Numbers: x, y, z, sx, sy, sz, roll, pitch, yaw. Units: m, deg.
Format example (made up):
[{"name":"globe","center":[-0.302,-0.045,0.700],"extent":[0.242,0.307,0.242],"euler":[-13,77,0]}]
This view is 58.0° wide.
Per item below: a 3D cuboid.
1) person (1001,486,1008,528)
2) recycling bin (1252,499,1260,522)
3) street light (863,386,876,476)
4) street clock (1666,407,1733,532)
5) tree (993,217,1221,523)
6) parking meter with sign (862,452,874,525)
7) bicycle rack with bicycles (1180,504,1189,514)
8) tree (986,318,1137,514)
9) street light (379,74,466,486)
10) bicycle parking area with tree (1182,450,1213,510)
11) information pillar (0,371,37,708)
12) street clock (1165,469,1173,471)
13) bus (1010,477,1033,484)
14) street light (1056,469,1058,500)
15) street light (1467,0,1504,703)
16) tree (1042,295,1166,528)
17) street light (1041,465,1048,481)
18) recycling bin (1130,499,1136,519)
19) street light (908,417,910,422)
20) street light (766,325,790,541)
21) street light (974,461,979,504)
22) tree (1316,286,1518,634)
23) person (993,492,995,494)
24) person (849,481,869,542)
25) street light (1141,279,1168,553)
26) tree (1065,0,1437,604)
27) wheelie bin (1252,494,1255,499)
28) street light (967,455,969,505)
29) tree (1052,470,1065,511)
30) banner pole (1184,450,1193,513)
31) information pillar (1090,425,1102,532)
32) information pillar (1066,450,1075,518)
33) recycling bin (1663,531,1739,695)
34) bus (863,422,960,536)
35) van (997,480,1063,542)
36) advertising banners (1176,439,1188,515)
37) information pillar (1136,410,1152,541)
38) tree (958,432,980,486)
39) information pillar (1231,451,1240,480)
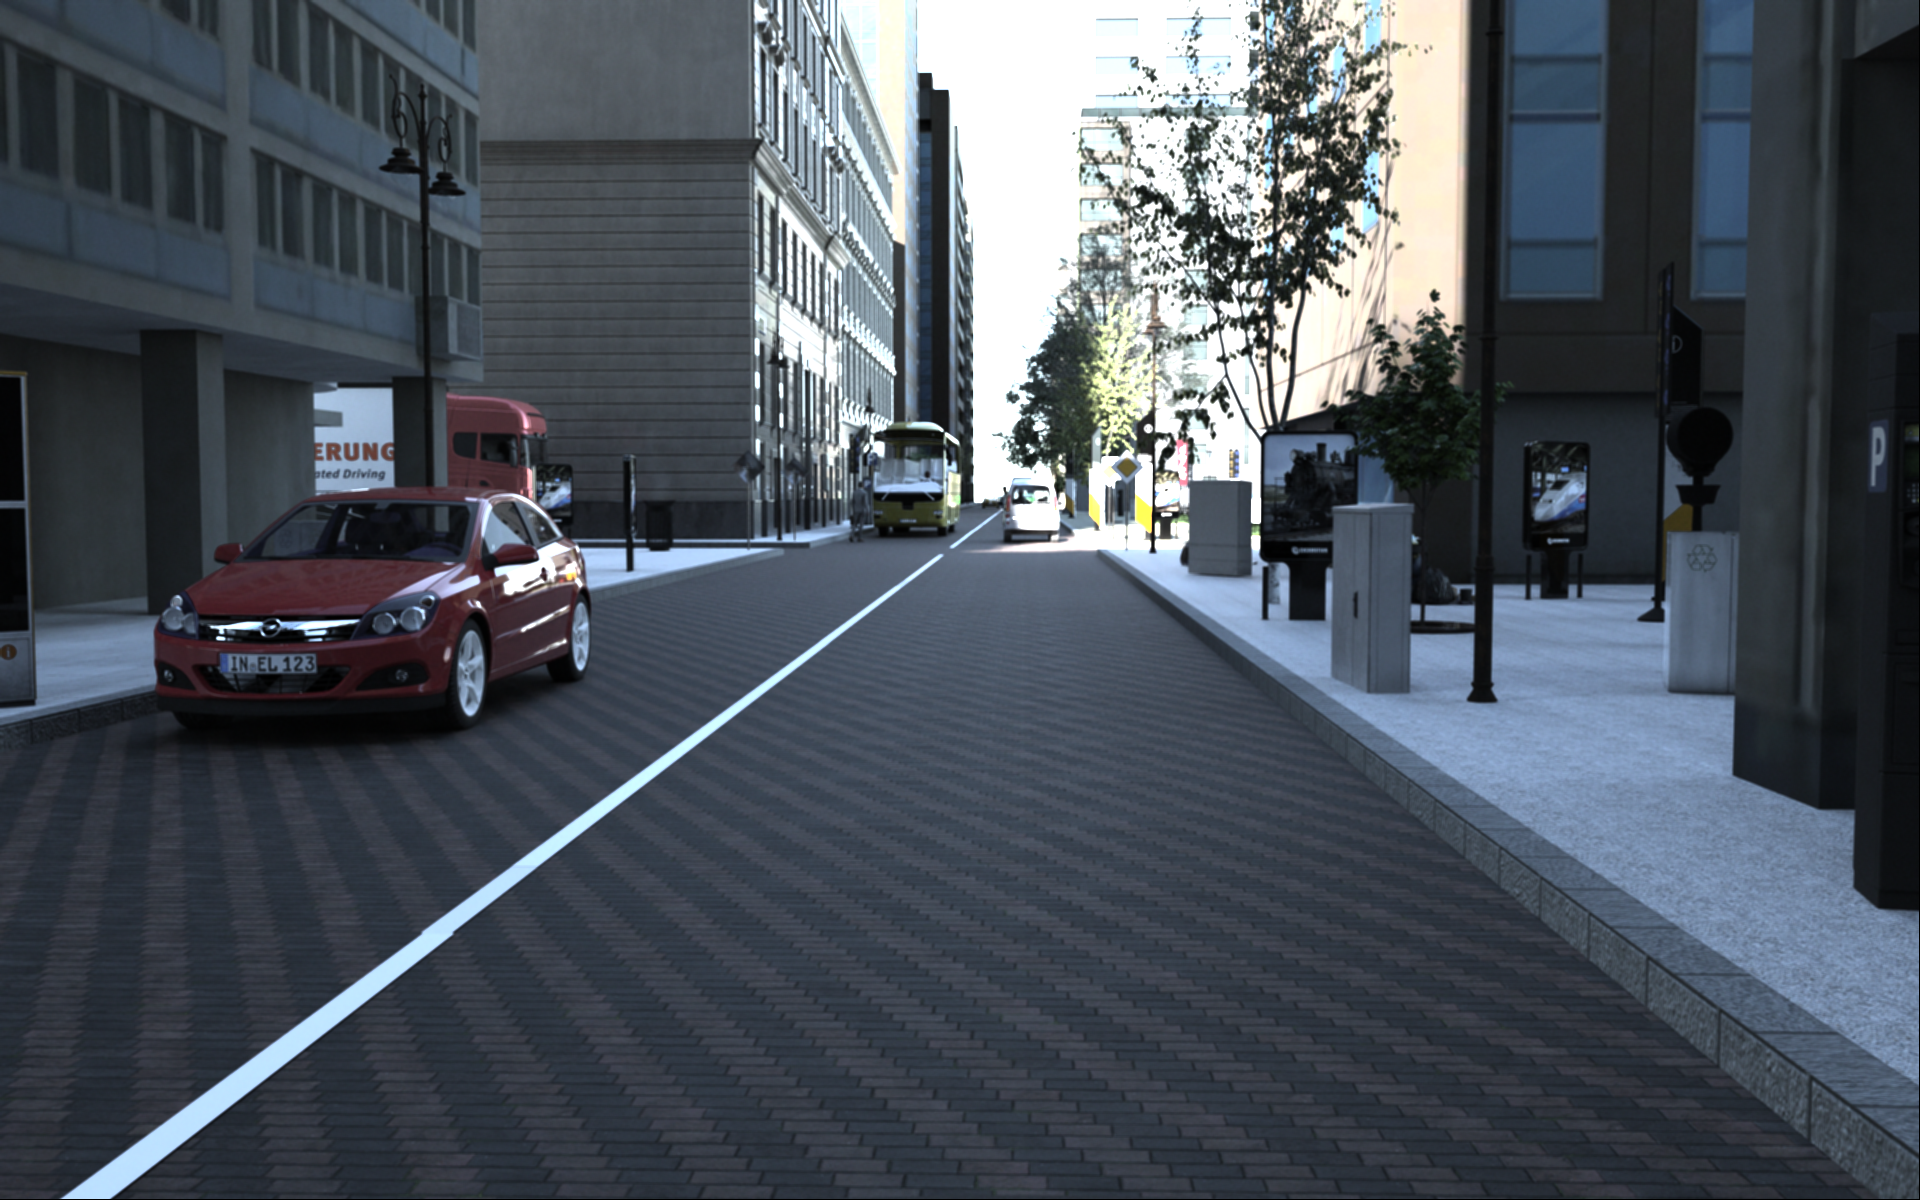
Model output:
[{"name":"person","center":[1.972,-3.913,72.826],"extent":[0.721,1.781,0.623],"euler":[-3,5,-39]},{"name":"recycling bin","center":[10.719,-3.114,63.473],"extent":[0.722,1.027,0.722],"euler":[1,4,10]},{"name":"street light","center":[-3.890,-6.225,74.569],"extent":[0.468,5.910,1.993],"euler":[0,4,2]},{"name":"street clock","center":[6.190,-0.610,14.547],"extent":[0.471,2.002,0.358],"euler":[0,3,0]},{"name":"tree","center":[6.654,-10.250,77.960],"extent":[12.009,13.543,11.850],"euler":[0,3,0]},{"name":"parking meter with sign","center":[-3.805,-4.616,71.728],"extent":[0.543,3.016,1.738],"euler":[0,4,6]},{"name":"bicycle rack with bicycles","center":[12.346,-4.731,90.740],"extent":[2.925,0.926,2.852],"euler":[2,4,27]},{"name":"tree","center":[6.865,-11.847,110.704],"extent":[9.611,12.733,9.660],"euler":[0,3,0]},{"name":"street light","center":[-6.053,-2.868,19.678],"extent":[0.468,5.910,1.993],"euler":[0,4,2]},{"name":"bicycle parking area with tree","center":[18.959,-7.784,114.274],"extent":[8.231,4.147,9.016],"euler":[0,4,3]},{"name":"information pillar","center":[-5.805,-0.364,10.439],"extent":[0.304,2.012,0.304],"euler":[3,5,45]},{"name":"street clock","center":[6.098,-2.837,50.954],"extent":[0.358,2.002,0.471],"euler":[-1,4,-17]},{"name":"bus","center":[6.933,-11.886,189.202],"extent":[2.948,3.499,13.247],"euler":[0,4,3]},{"name":"street light","center":[8.032,-10.453,143.701],"extent":[0.468,5.910,1.993],"euler":[0,4,2]},{"name":"street light","center":[3.233,-2.309,10.546],"extent":[0.468,5.910,1.993],"euler":[0,4,2]},{"name":"tree","center":[5.516,-7.032,65.342],"extent":[4.737,8.622,4.395],"euler":[0,3,0]},{"name":"street light","center":[11.007,-15.538,226.830],"extent":[0.468,5.910,1.993],"euler":[0,4,2]},{"name":"recycling bin","center":[9.186,-4.679,89.051],"extent":[0.722,1.027,0.722],"euler":[-1,4,-13]},{"name":"street light","center":[-3.001,-7.904,102.015],"extent":[0.468,5.910,1.993],"euler":[0,4,2]},{"name":"street light","center":[-4.980,-4.578,47.633],"extent":[0.468,5.910,1.993],"euler":[0,4,2]},{"name":"street light","center":[1.942,-16.023,234.757],"extent":[0.468,5.910,1.993],"euler":[0,4,2]},{"name":"tree","center":[4.418,-1.319,16.162],"extent":[1.663,3.219,1.824],"euler":[0,3,0]},{"name":"person","center":[5.188,-15.794,267.421],"extent":[1.217,1.739,0.721],"euler":[3,4,36]},{"name":"person","center":[-3.020,-2.660,52.106],"extent":[0.709,1.813,0.853],"euler":[2,4,23]},{"name":"street light","center":[4.195,-3.957,37.487],"extent":[0.468,5.910,1.993],"euler":[0,4,2]},{"name":"tree","center":[3.589,-4.278,20.308],"extent":[4.360,8.622,3.978],"euler":[0,3,0]},{"name":"wheelie bin","center":[11.119,-3.688,68.209],"extent":[0.980,1.594,0.693],"euler":[1,4,13]},{"name":"street light","center":[0.897,-14.350,207.404],"extent":[0.468,5.910,1.993],"euler":[0,4,2]},{"name":"tree","center":[7.698,-8.552,134.433],"extent":[1.663,3.219,1.824],"euler":[0,3,0]},{"name":"banner pole","center":[11.220,-5.825,85.262],"extent":[0.401,3.779,0.863],"euler":[-2,4,-29]},{"name":"information pillar","center":[4.625,-4.138,59.008],"extent":[0.183,3.616,0.504],"euler":[3,5,45]},{"name":"information pillar","center":[5.897,-6.206,92.822],"extent":[0.504,3.616,0.183],"euler":[2,4,32]},{"name":"recycling bin","center":[5.030,0.073,11.365],"extent":[0.722,1.027,0.722],"euler":[1,4,19]},{"name":"bus","center":[-1.478,-4.342,62.544],"extent":[2.896,3.916,12.252],"euler":[0,4,2]},{"name":"van","center":[2.145,-2.792,52.662],"extent":[2.013,2.044,4.112],"euler":[0,4,1]},{"name":"advertising banners","center":[7.509,-3.557,54.341],"extent":[0.090,3.025,2.074],"euler":[-3,4,-37]},{"name":"information pillar","center":[5.077,-3.428,47.396],"extent":[0.504,3.616,0.183],"euler":[1,4,9]},{"name":"tree","center":[0.059,-15.238,199.509],"extent":[4.360,8.622,3.978],"euler":[0,3,0]},{"name":"information pillar","center":[15.004,-6.302,94.397],"extent":[0.504,3.616,0.183],"euler":[-1,4,-10]}]
